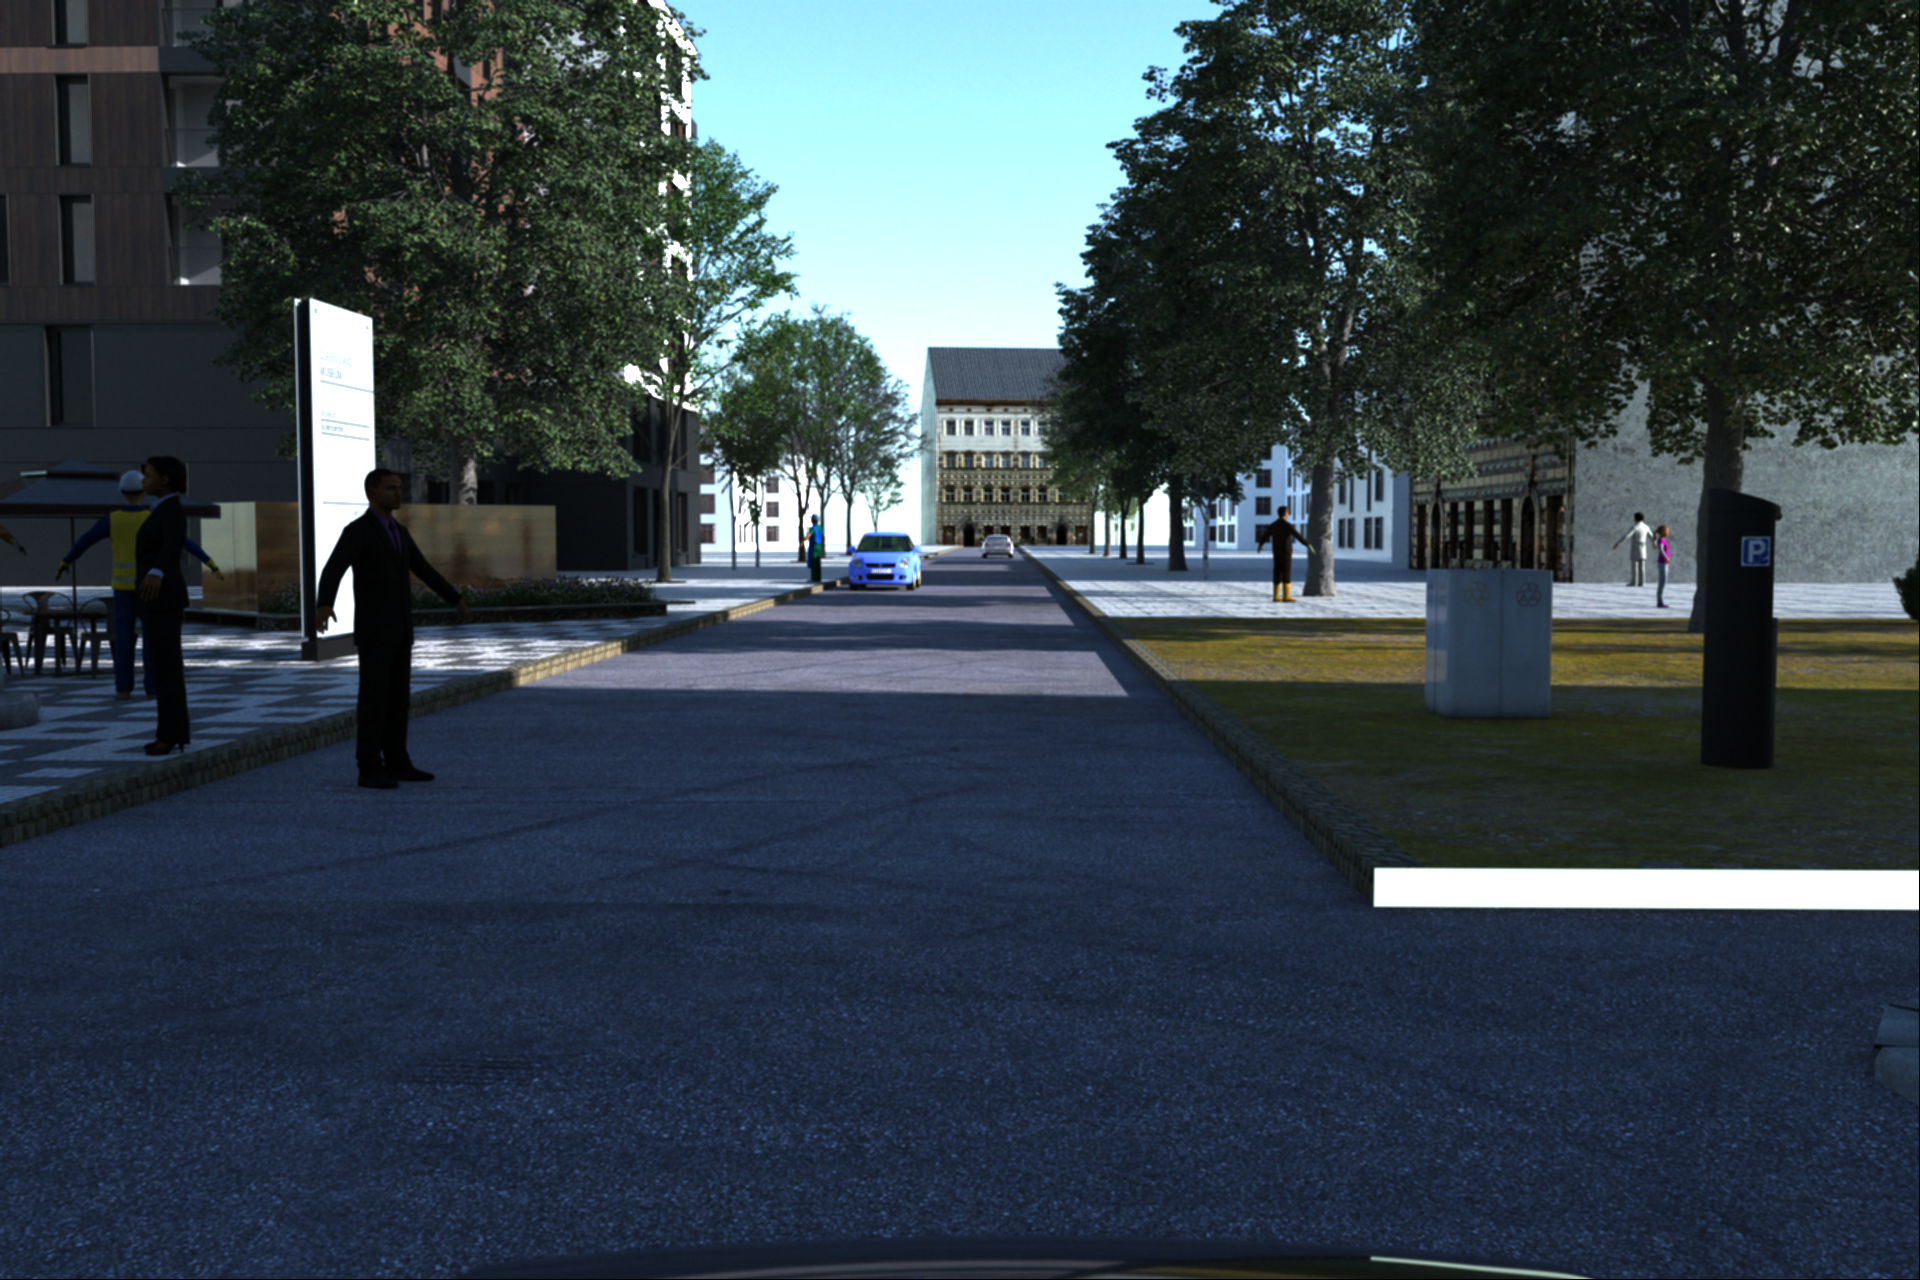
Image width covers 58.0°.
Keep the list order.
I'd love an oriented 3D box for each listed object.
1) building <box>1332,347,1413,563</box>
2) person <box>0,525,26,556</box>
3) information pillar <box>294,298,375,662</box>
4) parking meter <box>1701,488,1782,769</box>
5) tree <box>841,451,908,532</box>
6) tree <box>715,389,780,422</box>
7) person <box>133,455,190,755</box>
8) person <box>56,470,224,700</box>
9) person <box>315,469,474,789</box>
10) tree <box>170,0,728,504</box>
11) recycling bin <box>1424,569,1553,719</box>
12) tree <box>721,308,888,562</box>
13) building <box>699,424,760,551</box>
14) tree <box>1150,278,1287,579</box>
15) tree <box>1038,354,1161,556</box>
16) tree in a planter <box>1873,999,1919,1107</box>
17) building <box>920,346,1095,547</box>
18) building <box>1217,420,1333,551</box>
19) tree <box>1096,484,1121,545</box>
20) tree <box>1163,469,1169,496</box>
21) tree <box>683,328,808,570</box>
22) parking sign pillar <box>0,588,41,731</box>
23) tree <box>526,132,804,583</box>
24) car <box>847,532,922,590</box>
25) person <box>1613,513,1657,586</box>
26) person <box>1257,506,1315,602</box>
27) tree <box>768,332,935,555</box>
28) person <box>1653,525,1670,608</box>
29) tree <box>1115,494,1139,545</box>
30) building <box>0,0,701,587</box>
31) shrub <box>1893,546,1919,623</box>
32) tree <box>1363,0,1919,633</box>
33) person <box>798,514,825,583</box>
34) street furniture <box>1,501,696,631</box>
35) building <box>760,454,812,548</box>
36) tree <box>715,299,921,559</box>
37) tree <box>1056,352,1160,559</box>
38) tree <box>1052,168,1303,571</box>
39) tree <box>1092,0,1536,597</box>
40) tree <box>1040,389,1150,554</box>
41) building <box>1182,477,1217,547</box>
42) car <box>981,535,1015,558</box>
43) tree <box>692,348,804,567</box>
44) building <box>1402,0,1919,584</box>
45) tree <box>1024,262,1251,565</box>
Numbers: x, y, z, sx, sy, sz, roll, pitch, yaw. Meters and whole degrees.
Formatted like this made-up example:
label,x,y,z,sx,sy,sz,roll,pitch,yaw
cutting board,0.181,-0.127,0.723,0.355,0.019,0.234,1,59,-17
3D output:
label,x,y,z,sx,sy,sz,roll,pitch,yaw
building,23.720,-8.251,77.048,9.099,9.664,28.070,0,4,1
person,-17.197,-1.513,30.500,1.354,1.858,0.705,-1,4,-22
information pillar,-6.506,-1.640,18.129,0.184,3.620,1.656,0,4,2
parking meter,4.322,-0.072,9.589,0.372,1.533,0.369,0,3,0
tree,-10.068,-17.013,203.913,9.928,11.665,9.643,0,3,0
tree,-22.134,-21.131,201.378,12.611,20.169,13.585,0,3,0
person,-4.737,-0.209,10.132,0.721,1.740,1.216,-2,4,-27
person,-6.405,-0.432,13.522,1.216,1.772,0.721,-1,4,-12
person,-3.267,-0.075,9.903,0.704,1.802,1.346,1,4,19
tree,-8.783,-7.572,30.451,9.857,13.997,8.962,0,3,0
recycling bin,3.752,0.014,12.332,0.722,1.027,0.722,0,4,2
tree,-7.115,-9.356,78.722,9.928,11.665,9.643,0,3,0
building,-21.004,-12.339,143.887,9.099,9.664,28.070,0,4,1
tree,6.769,-6.014,48.698,4.360,8.622,3.978,0,3,0
tree,8.385,-11.089,99.426,7.486,12.596,7.792,0,3,0
tree in a planter,3.388,-0.418,4.054,1.991,3.239,1.994,0,4,1
building,5.198,-22.598,202.855,18.063,23.208,19.493,0,4,-6
building,26.889,-12.099,139.962,9.099,9.664,28.070,0,4,1
tree,18.053,-15.394,202.059,4.737,8.622,4.395,0,3,0
tree,28.379,-17.963,200.353,9.857,13.997,8.962,0,3,0
tree,-8.276,-6.801,61.554,4.360,8.622,3.978,0,3,0
parking sign pillar,-6.920,-1.401,11.383,1.447,3.967,1.447,0,4,2
tree,-7.644,-7.304,45.170,9.928,11.665,9.643,0,3,0
car,-1.942,-2.179,45.225,1.945,1.707,3.694,0,4,2
person,16.642,-2.225,42.573,1.347,1.806,0.705,-1,4,-23
person,6.109,-1.626,32.722,0.704,1.812,1.346,-3,5,-41
tree,-6.708,-11.846,104.058,12.009,13.543,11.850,0,3,0
person,12.331,-1.282,30.235,0.599,1.433,0.991,1,4,23
tree,19.586,-15.104,197.311,4.737,8.622,4.395,0,3,0
building,-25.526,-13.078,57.795,27.936,21.610,32.646,0,4,2
shrub,13.838,-0.826,24.616,1.383,1.207,1.383,0,3,0
tree,9.946,-7.067,22.198,9.857,13.997,8.962,0,3,0
person,-3.869,-2.433,45.902,0.704,1.817,1.347,2,4,25
street furniture,-7.945,-1.218,26.762,9.812,1.723,11.010,3,5,45
building,-19.256,-14.153,173.541,9.099,9.664,28.070,0,4,2
tree,-7.146,-10.992,90.096,12.009,13.543,11.850,0,3,0
tree,8.707,-10.087,90.680,9.928,11.665,9.643,0,3,0
tree,7.617,-9.393,60.238,9.857,13.997,8.962,0,3,0
tree,7.530,-7.876,35.422,9.857,13.997,8.962,0,3,0
tree,8.683,-11.338,111.139,9.928,11.665,9.643,0,3,0
building,27.920,-14.120,173.005,9.099,9.664,28.070,0,4,2
car,2.279,-5.662,104.942,2.083,1.381,4.827,0,4,1
tree,-8.077,-7.128,66.902,4.737,8.622,4.395,0,3,0
building,25.366,-13.595,53.212,19.493,23.208,18.063,0,4,2
tree,7.788,-9.963,73.265,12.009,13.543,11.850,0,3,0
